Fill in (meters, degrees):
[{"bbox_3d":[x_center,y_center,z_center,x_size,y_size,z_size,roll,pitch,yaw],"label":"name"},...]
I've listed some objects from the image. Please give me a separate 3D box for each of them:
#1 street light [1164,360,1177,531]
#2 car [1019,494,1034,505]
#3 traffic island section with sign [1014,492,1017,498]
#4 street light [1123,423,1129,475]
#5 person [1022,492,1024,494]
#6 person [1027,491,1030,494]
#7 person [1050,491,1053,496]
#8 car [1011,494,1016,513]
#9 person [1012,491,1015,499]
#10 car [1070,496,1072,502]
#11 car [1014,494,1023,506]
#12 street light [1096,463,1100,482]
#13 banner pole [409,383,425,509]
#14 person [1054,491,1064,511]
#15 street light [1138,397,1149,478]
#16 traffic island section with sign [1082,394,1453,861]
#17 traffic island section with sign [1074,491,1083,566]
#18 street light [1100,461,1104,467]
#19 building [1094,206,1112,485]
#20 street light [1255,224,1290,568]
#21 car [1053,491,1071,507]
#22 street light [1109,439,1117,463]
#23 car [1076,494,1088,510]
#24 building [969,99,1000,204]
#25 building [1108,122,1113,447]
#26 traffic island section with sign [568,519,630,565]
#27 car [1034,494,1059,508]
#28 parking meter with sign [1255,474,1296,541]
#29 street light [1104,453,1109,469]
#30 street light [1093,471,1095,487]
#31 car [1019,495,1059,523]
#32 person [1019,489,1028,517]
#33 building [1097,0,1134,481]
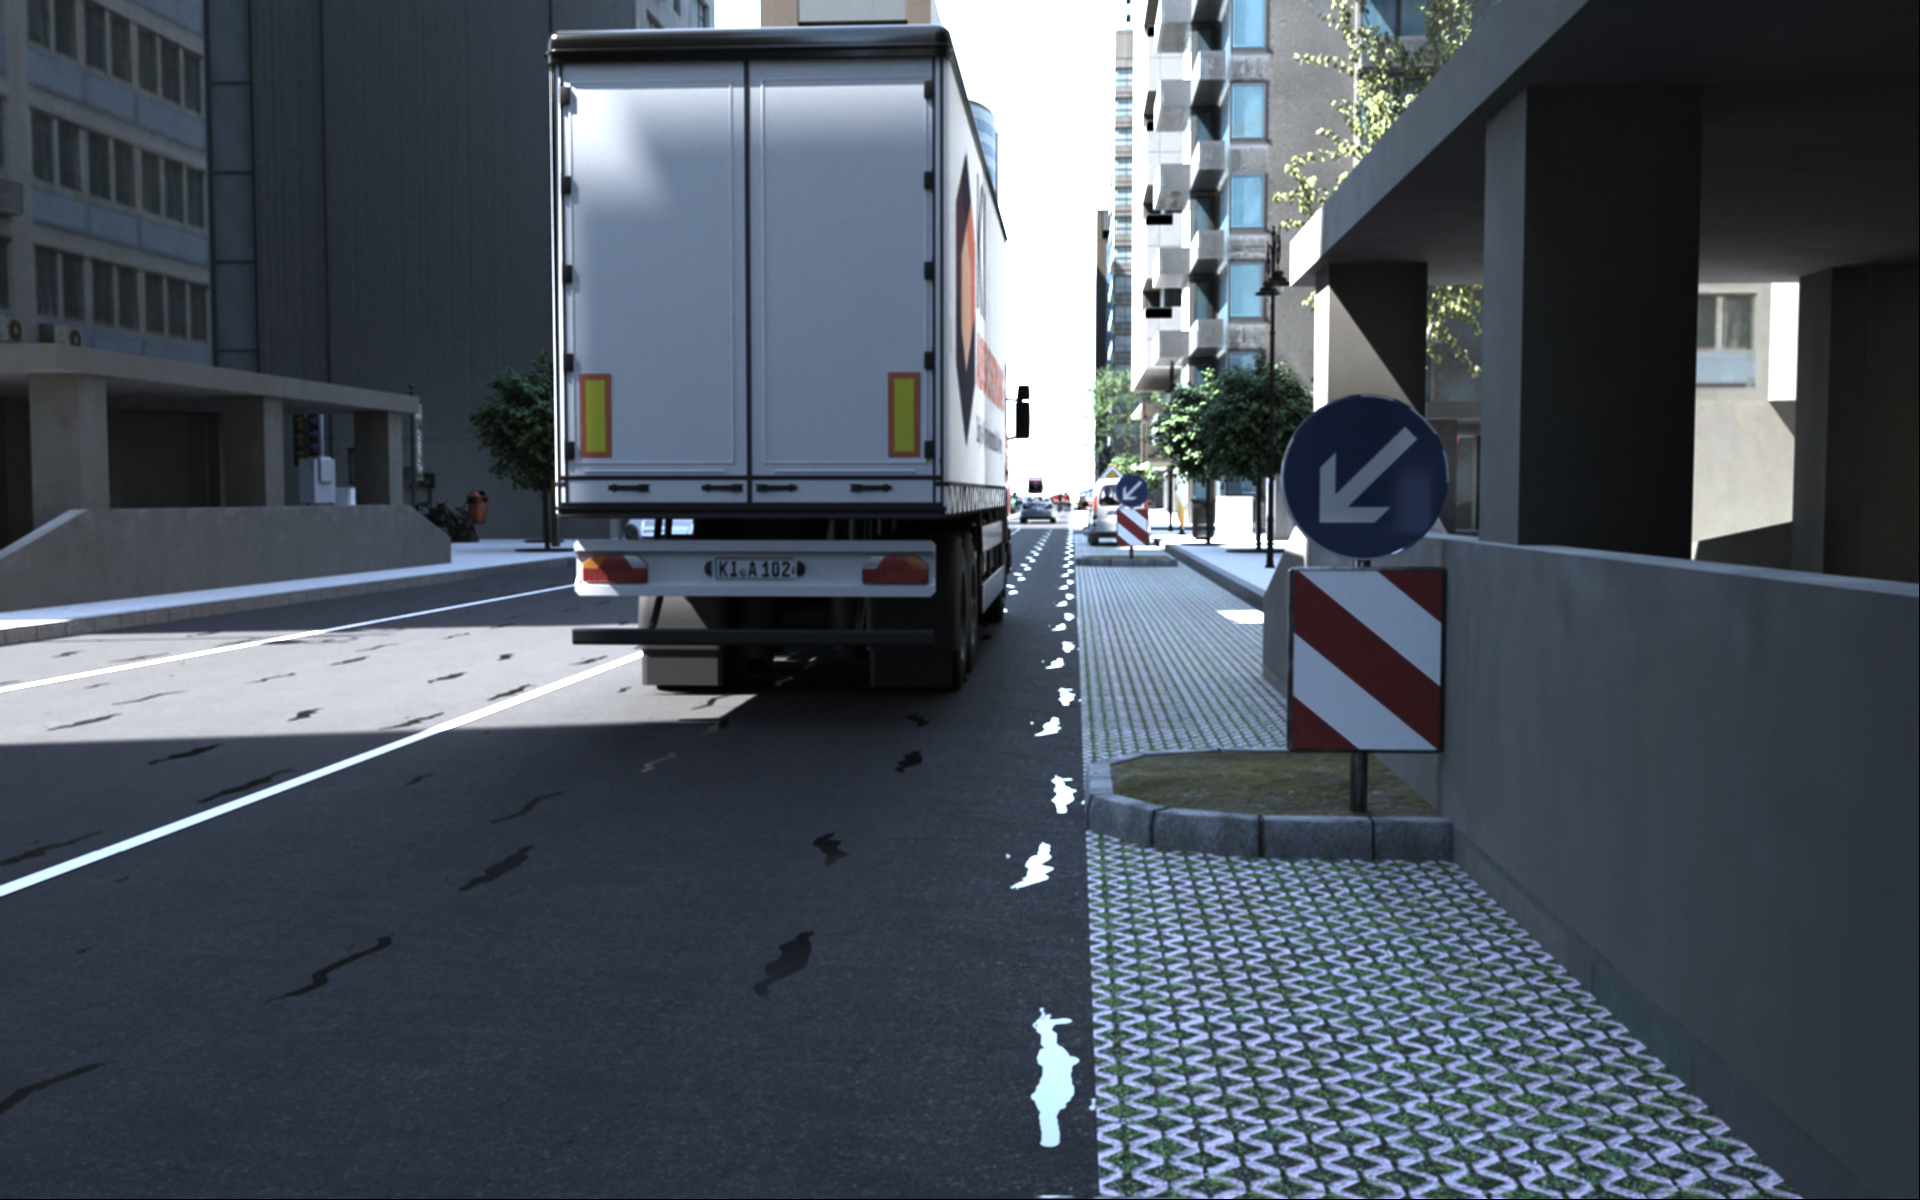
[{"bbox_3d":[7.273,-5.312,59.643,0.468,5.910,1.993,0,4,4],"label":"street light"},{"bbox_3d":[7.836,-11.501,197.085,2.155,1.783,4.494,0,4,3],"label":"car"},{"bbox_3d":[8.979,-16.477,278.025,1.989,1.847,2.006,0,4,4],"label":"traffic island section with sign"},{"bbox_3d":[10.816,-8.555,112.664,0.468,5.910,1.993,0,4,4],"label":"street light"},{"bbox_3d":[8.358,-13.391,228.155,1.217,1.736,0.721,3,4,36],"label":"person"},{"bbox_3d":[9.560,-14.337,242.535,1.348,1.869,0.705,2,4,26],"label":"person"},{"bbox_3d":[9.299,-10.334,178.249,0.721,1.735,1.217,-1,4,-16],"label":"person"},{"bbox_3d":[3.216,-7.393,129.676,1.959,1.807,4.718,0,4,4],"label":"car"},{"bbox_3d":[6.393,-12.269,209.104,0.705,1.824,1.348,-2,4,-26],"label":"person"},{"bbox_3d":[18.079,-17.585,296.561,2.155,1.783,4.494,0,4,3],"label":"car"},{"bbox_3d":[7.369,-11.814,205.152,2.014,1.417,4.499,0,4,4],"label":"car"},{"bbox_3d":[17.669,-15.056,218.957,0.468,5.910,1.993,0,4,4],"label":"street light"},{"bbox_3d":[-12.368,-3.023,39.444,0.401,3.779,0.863,0,4,4],"label":"banner pole"},{"bbox_3d":[8.387,-8.376,146.271,0.721,1.723,1.217,-3,5,-41],"label":"person"},{"bbox_3d":[8.770,-6.721,82.674,0.468,5.910,1.993,0,4,4],"label":"street light"},{"bbox_3d":[1.557,0.058,7.684,1.989,1.847,2.006,0,4,4],"label":"traffic island section with sign"},{"bbox_3d":[3.331,-1.606,34.886,1.989,1.847,2.006,0,4,4],"label":"traffic island section with sign"},{"bbox_3d":[15.821,-13.235,189.176,0.468,5.910,1.993,0,4,4],"label":"street light"},{"bbox_3d":[27.536,-37.542,263.914,14.600,45.320,14.200,0,4,4],"label":"building"},{"bbox_3d":[5.401,-3.499,30.001,0.468,5.910,1.993,0,4,4],"label":"street light"},{"bbox_3d":[11.516,-11.531,197.203,2.281,1.827,5.304,0,4,4],"label":"car"},{"bbox_3d":[12.693,-10.368,142.305,0.468,5.910,1.993,0,4,4],"label":"street light"},{"bbox_3d":[11.342,-8.818,154.401,2.015,1.641,3.980,0,4,3],"label":"car"},{"bbox_3d":[-5.358,-43.615,255.098,21.231,58.520,28.212,0,4,4],"label":"building"},{"bbox_3d":[28.664,-35.625,202.083,23.786,49.044,30.456,0,4,4],"label":"building"},{"bbox_3d":[-6.849,-1.658,35.734,1.989,1.847,2.006,0,4,4],"label":"traffic island section with sign"},{"bbox_3d":[5.160,-5.971,107.843,2.015,1.641,3.980,0,4,3],"label":"car"},{"bbox_3d":[8.802,-3.131,47.457,1.738,3.016,0.543,-2,4,-27],"label":"parking meter with sign"},{"bbox_3d":[13.760,-11.423,159.546,0.468,5.910,1.993,0,4,4],"label":"street light"},{"bbox_3d":[19.175,-16.427,241.365,0.468,5.910,1.993,0,4,4],"label":"street light"},{"bbox_3d":[3.942,-4.587,87.000,2.014,1.417,4.499,0,4,5],"label":"car"},{"bbox_3d":[3.800,-5.607,100.927,0.760,1.731,0.466,1,4,14],"label":"person"},{"bbox_3d":[30.541,-56.709,239.855,22.319,86.520,31.000,0,4,4],"label":"building"}]
